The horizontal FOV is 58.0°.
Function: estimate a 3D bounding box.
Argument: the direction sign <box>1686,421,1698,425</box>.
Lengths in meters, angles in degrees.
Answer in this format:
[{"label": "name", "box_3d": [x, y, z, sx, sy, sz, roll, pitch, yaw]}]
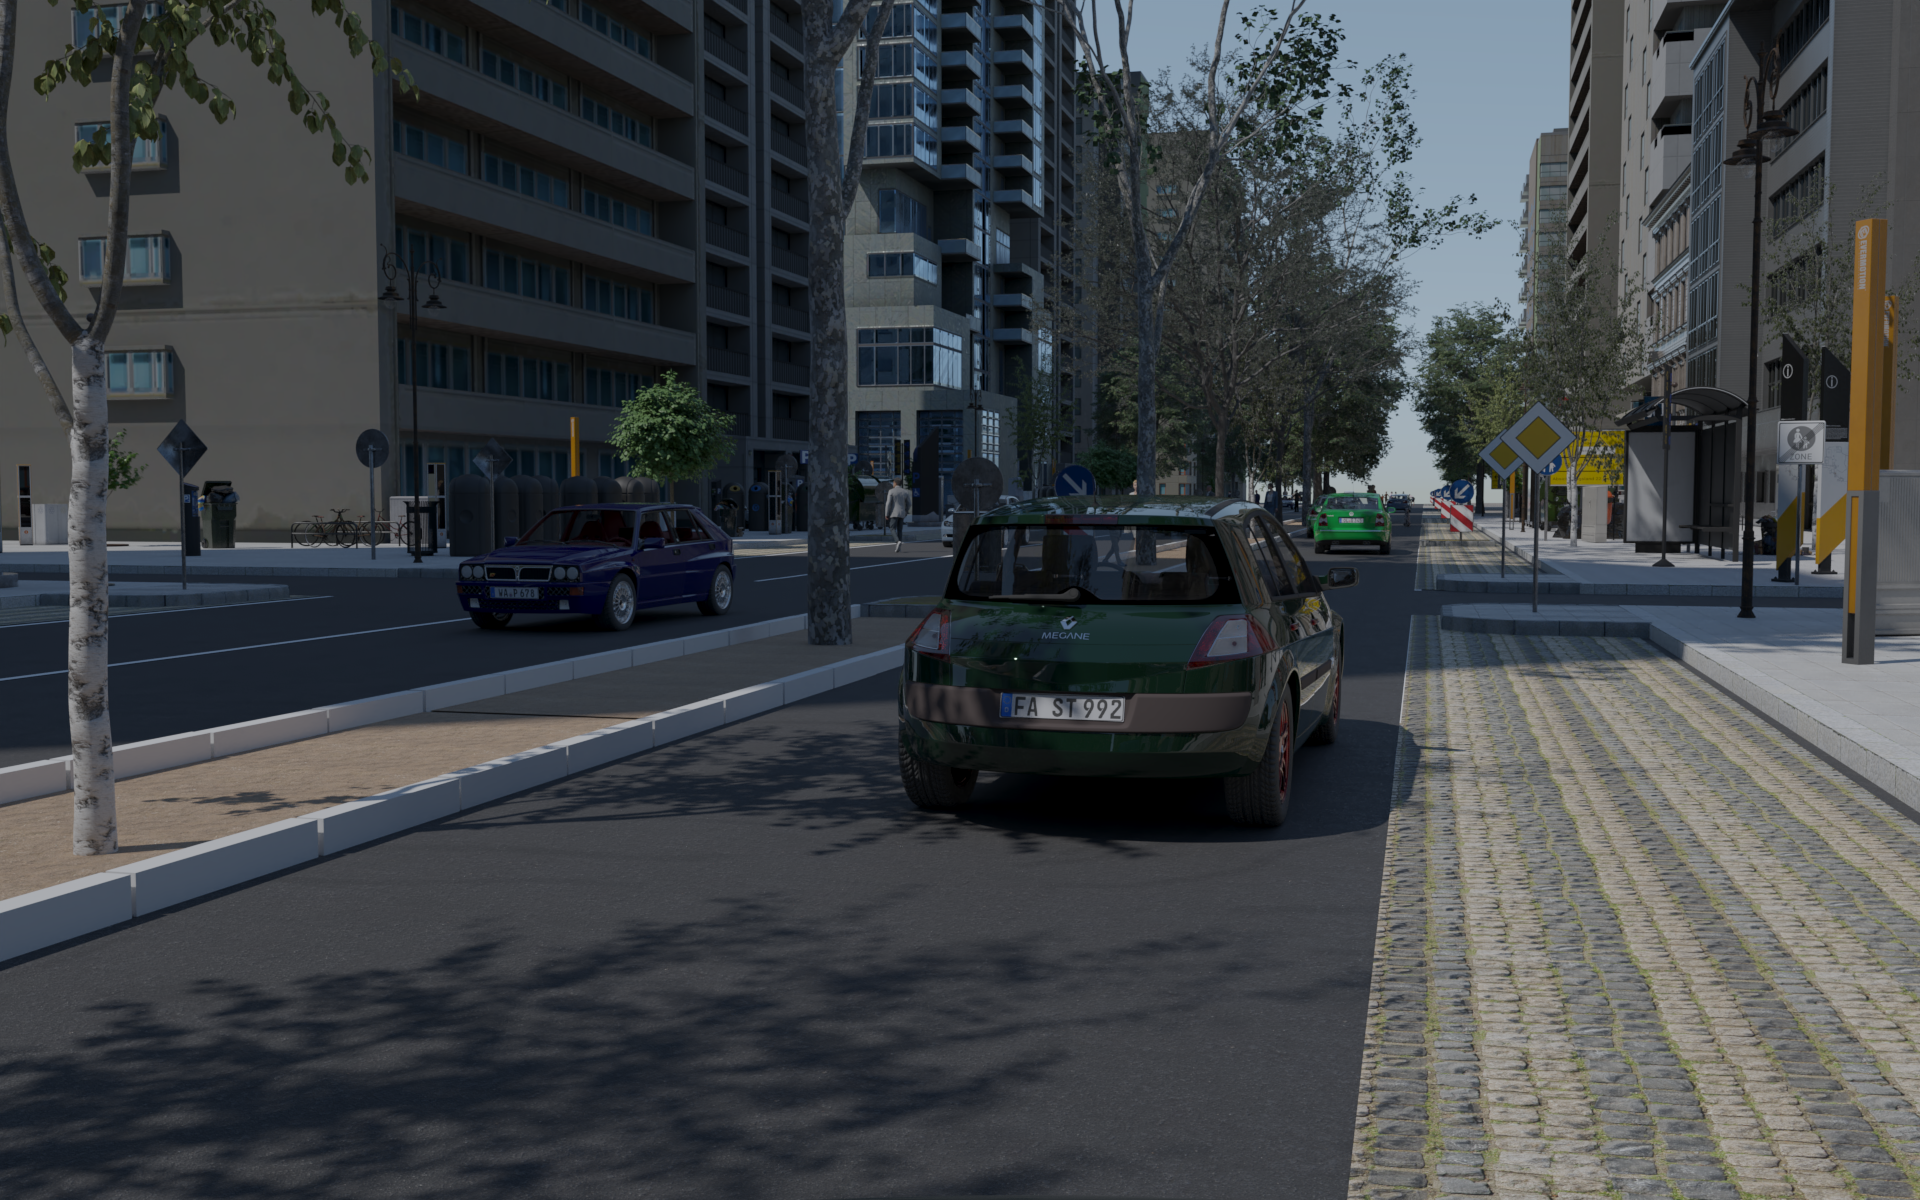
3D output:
[{"label": "direction sign", "box_3d": [22.140, -3.691, 52.353, 0.379, 3.537, 0.876, 0, 4, -3]}]

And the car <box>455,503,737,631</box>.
[{"label": "car", "box_3d": [-3.981, -0.421, 19.468, 1.945, 1.354, 3.894, 1, 4, 17]}]

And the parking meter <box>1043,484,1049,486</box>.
[{"label": "parking meter", "box_3d": [4.887, -5.650, 98.083, 0.399, 1.863, 0.255, 0, 4, 1]}]

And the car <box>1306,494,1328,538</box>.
[{"label": "car", "box_3d": [12.629, -2.810, 57.734, 2.131, 1.459, 4.920, 1, 4, 17]}]

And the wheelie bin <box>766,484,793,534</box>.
[{"label": "wheelie bin", "box_3d": [-5.828, -2.956, 56.242, 0.980, 1.594, 0.693, 1, 4, 17]}]

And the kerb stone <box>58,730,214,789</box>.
[{"label": "kerb stone", "box_3d": [-4.217, 0.816, 8.848, 0.120, 0.150, 1.000, 1, 4, 15]}]

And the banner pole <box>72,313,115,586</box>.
[{"label": "banner pole", "box_3d": [-12.002, -2.068, 23.834, 0.401, 3.779, 0.863, 0, 4, -4]}]

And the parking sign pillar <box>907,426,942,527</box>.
[{"label": "parking sign pillar", "box_3d": [-1.361, -4.872, 68.133, 1.447, 3.967, 1.447, 2, 4, 33]}]

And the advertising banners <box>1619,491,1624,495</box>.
[{"label": "advertising banners", "box_3d": [35.918, -6.022, 94.647, 2.074, 3.025, 0.090, 0, 4, -3]}]

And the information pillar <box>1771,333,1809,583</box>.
[{"label": "information pillar", "box_3d": [12.037, -2.062, 25.064, 0.183, 3.616, 0.504, -1, 4, -12]}]

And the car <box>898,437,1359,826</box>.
[{"label": "car", "box_3d": [1.010, 0.047, 9.021, 2.009, 1.686, 4.222, 1, 4, 17]}]

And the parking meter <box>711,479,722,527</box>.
[{"label": "parking meter", "box_3d": [-9.614, -3.832, 68.360, 0.255, 1.863, 0.399, 2, 4, 30]}]

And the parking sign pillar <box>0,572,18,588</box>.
[{"label": "parking sign pillar", "box_3d": [-13.730, -2.150, 23.621, 1.447, 3.967, 1.447, -1, 4, -13]}]

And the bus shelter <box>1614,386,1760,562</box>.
[{"label": "bus shelter", "box_3d": [14.591, -2.521, 35.139, 2.014, 3.302, 5.546, 1, 4, 15]}]

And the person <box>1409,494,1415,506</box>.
[{"label": "person", "box_3d": [53.271, -11.784, 204.355, 0.799, 1.438, 0.628, 1, 4, 15]}]

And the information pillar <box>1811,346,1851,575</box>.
[{"label": "information pillar", "box_3d": [13.888, -2.215, 27.573, 0.504, 3.616, 0.183, -1, 4, -11]}]

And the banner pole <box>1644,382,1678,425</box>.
[{"label": "banner pole", "box_3d": [15.781, -2.993, 38.945, 0.863, 3.779, 0.401, 2, 4, 29]}]

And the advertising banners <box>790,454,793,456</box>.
[{"label": "advertising banners", "box_3d": [-7.190, -4.935, 76.877, 0.090, 3.025, 2.074, 1, 4, 21]}]

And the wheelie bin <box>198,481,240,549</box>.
[{"label": "wheelie bin", "box_3d": [-17.467, -2.018, 40.904, 0.693, 1.594, 0.980, 3, 5, 41]}]

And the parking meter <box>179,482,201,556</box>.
[{"label": "parking meter", "box_3d": [-15.926, -1.677, 35.832, 0.372, 1.533, 0.369, 0, 3, 0]}]

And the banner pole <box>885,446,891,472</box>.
[{"label": "banner pole", "box_3d": [-3.707, -6.062, 89.134, 0.401, 3.779, 0.863, -2, 4, -28]}]

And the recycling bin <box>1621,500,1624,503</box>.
[{"label": "recycling bin", "box_3d": [30.288, -4.011, 78.141, 0.722, 1.027, 0.722, 0, 4, 1]}]

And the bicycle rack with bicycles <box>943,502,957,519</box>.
[{"label": "bicycle rack with bicycles", "box_3d": [-1.173, -4.198, 82.016, 2.852, 0.926, 2.925, 2, 4, 23]}]

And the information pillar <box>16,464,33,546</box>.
[{"label": "information pillar", "box_3d": [-23.304, -2.365, 43.164, 0.304, 2.012, 0.304, -2, 4, -31]}]

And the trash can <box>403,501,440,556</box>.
[{"label": "trash can", "box_3d": [-11.146, -1.482, 35.879, 0.748, 1.137, 0.748, 0, 3, 0]}]

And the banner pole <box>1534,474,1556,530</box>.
[{"label": "banner pole", "box_3d": [21.089, -4.428, 62.414, 0.863, 3.779, 0.401, -1, 4, -8]}]

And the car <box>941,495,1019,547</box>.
[{"label": "car", "box_3d": [0.774, -2.199, 47.954, 2.014, 1.417, 4.499, 1, 4, 14]}]

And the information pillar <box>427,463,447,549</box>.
[{"label": "information pillar", "box_3d": [-12.350, -2.226, 40.892, 0.304, 2.012, 0.304, 2, 4, 32]}]

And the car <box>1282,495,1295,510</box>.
[{"label": "car", "box_3d": [30.167, -9.060, 160.711, 1.945, 1.354, 3.894, 1, 4, 14]}]

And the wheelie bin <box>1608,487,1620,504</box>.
[{"label": "wheelie bin", "box_3d": [31.124, -4.586, 82.884, 0.693, 1.594, 0.980, -1, 4, -17]}]

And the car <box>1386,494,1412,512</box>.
[{"label": "car", "box_3d": [34.540, -7.603, 136.316, 2.014, 1.417, 4.499, 1, 4, 17]}]

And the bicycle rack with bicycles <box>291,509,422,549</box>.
[{"label": "bicycle rack with bicycles", "box_3d": [-14.917, -1.746, 41.928, 2.925, 0.926, 2.852, 1, 4, 16]}]

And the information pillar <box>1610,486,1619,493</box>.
[{"label": "information pillar", "box_3d": [31.658, -4.854, 83.849, 0.304, 2.012, 0.304, -1, 4, -13]}]

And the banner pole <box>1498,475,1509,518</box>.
[{"label": "banner pole", "box_3d": [28.804, -6.215, 91.631, 0.863, 3.779, 0.401, -1, 4, -15]}]

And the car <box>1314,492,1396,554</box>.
[{"label": "car", "box_3d": [9.712, -2.070, 42.638, 1.959, 1.807, 4.718, 1, 4, 15]}]

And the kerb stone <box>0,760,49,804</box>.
[{"label": "kerb stone", "box_3d": [-4.487, 0.877, 7.862, 0.120, 0.150, 1.000, 1, 4, 15]}]

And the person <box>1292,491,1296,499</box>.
[{"label": "person", "box_3d": [41.131, -12.482, 212.577, 1.348, 1.824, 0.705, 3, 4, 37]}]

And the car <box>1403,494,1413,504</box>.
[{"label": "car", "box_3d": [41.098, -9.221, 160.983, 2.015, 1.641, 3.980, 1, 4, 14]}]

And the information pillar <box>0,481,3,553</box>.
[{"label": "information pillar", "box_3d": [-20.975, -2.021, 37.538, 0.304, 2.012, 0.304, -3, 5, -39]}]

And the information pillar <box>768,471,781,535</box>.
[{"label": "information pillar", "box_3d": [-5.836, -3.064, 54.594, 0.304, 2.012, 0.304, 2, 4, 24]}]

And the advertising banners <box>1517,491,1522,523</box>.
[{"label": "advertising banners", "box_3d": [25.905, -4.977, 77.566, 2.074, 3.025, 0.090, -1, 4, -16]}]

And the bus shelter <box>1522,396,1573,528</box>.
[{"label": "bus shelter", "box_3d": [23.252, -5.557, 68.482, 2.179, 5.291, 8.768, 1, 4, 15]}]

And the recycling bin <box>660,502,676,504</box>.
[{"label": "recycling bin", "box_3d": [-9.286, -2.519, 53.742, 0.722, 1.027, 0.722, 1, 4, 18]}]

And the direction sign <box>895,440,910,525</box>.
[{"label": "direction sign", "box_3d": [-2.402, -4.908, 72.242, 0.876, 3.537, 0.379, 3, 5, 42]}]

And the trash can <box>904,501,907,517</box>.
[{"label": "trash can", "box_3d": [-3.211, -5.113, 95.244, 0.748, 1.137, 0.748, 0, 3, 0]}]

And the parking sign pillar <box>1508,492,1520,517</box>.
[{"label": "parking sign pillar", "box_3d": [31.018, -6.581, 96.069, 1.447, 3.967, 1.447, 0, 4, 6]}]

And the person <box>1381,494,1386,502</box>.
[{"label": "person", "box_3d": [48.679, -11.486, 199.554, 1.065, 1.426, 0.557, 1, 4, 15]}]

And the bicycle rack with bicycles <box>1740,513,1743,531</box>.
[{"label": "bicycle rack with bicycles", "box_3d": [26.114, -2.898, 60.759, 2.852, 0.926, 2.925, -1, 4, -20]}]

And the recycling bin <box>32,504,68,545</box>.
[{"label": "recycling bin", "box_3d": [-23.237, -1.928, 44.079, 0.722, 1.027, 0.722, 1, 4, 19]}]

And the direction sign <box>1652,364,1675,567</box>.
[{"label": "direction sign", "box_3d": [12.440, -2.356, 30.518, 0.379, 3.537, 0.876, 2, 4, 28]}]
